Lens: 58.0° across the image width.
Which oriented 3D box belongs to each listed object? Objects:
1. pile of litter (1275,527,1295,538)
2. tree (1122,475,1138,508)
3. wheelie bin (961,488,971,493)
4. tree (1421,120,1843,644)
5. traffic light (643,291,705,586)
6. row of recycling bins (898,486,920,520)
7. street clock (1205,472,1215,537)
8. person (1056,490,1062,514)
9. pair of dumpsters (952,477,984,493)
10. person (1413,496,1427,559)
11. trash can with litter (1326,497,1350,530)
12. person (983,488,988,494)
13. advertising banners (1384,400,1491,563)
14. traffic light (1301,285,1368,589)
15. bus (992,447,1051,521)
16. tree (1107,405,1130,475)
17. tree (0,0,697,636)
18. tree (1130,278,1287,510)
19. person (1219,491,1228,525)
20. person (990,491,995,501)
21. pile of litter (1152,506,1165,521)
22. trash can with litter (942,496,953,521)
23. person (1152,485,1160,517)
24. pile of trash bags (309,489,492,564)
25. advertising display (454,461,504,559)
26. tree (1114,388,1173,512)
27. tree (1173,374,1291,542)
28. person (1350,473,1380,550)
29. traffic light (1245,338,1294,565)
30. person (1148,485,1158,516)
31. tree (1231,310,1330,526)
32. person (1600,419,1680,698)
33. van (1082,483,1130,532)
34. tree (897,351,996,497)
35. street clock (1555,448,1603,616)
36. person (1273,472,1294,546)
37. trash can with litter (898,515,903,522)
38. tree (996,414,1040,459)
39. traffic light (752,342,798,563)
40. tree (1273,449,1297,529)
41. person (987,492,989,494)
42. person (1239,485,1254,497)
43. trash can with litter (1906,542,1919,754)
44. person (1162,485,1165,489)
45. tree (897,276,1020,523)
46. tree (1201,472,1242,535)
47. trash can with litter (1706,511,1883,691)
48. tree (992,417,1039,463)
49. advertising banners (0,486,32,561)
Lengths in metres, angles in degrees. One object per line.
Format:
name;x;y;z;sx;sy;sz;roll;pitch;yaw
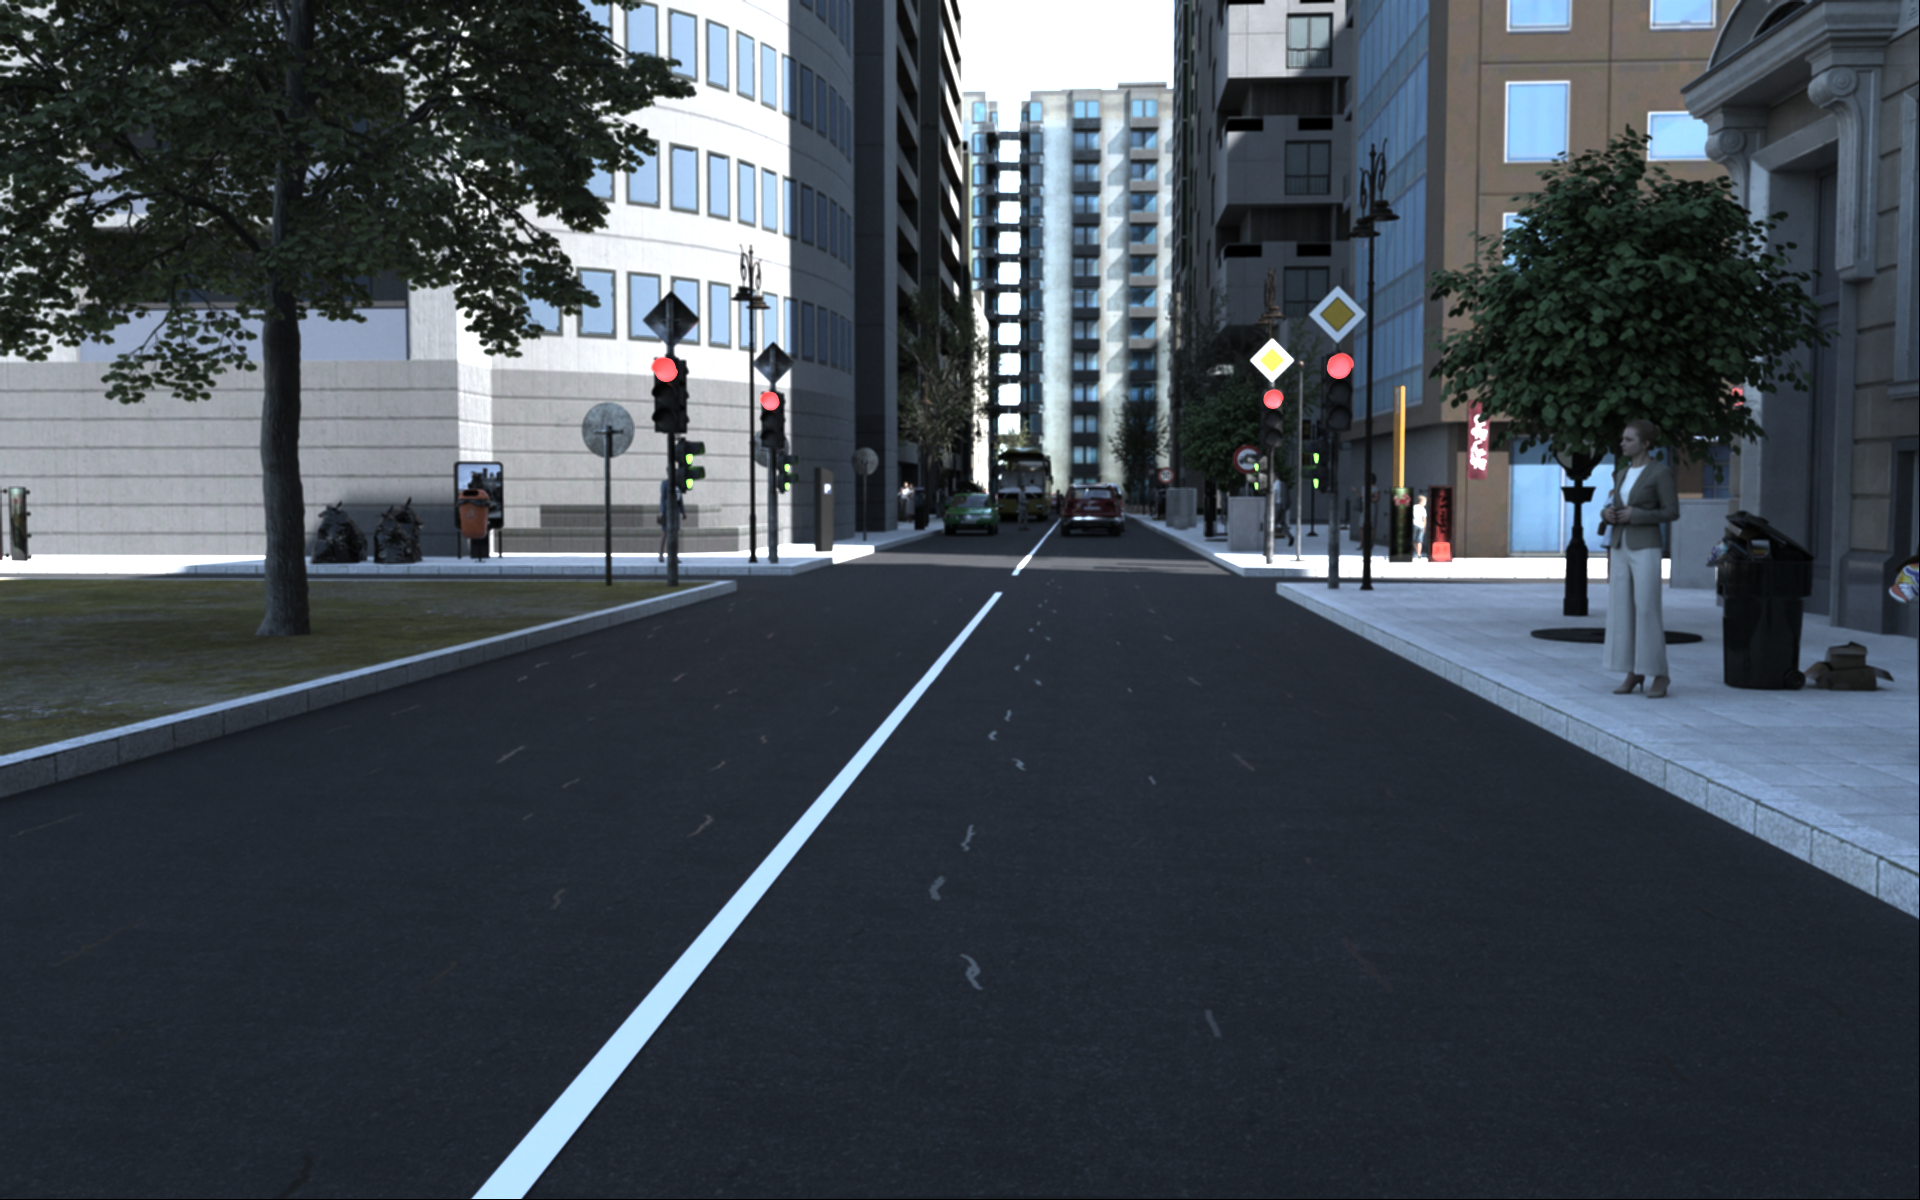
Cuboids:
pile of litter;8.949;-2.221;50.274;1.719;0.858;1.176;0;4;-7
tree;15.702;-10.046;158.853;1.663;3.219;1.824;0;3;0
wheelie bin;0.227;-4.815;86.641;0.693;1.594;0.980;0;4;-5
tree;5.888;-1.930;15.268;4.285;4.588;4.351;0;3;0
traffic light;-3.987;-2.147;24.024;0.839;4.253;0.868;0;4;4
row of recycling bins;-2.455;-4.851;86.427;1.069;1.692;3.534;1;4;8
street clock;7.411;-2.862;51.359;0.358;2.002;0.471;1;4;22
person;7.012;-6.912;122.218;0.721;1.736;1.217;1;4;18
pair of dumpsters;0.412;-5.612;94.248;1.574;2.255;4.437;0;4;4
person;9.084;-1.450;34.431;0.352;1.250;0.332;-2;4;-30
trash can with litter;14.319;-3.095;61.662;2.233;1.210;1.678;2;4;35
person;2.214;-8.882;151.194;0.705;1.831;1.348;-3;4;-39
advertising banners;8.926;-2.204;32.216;2.074;3.025;0.090;0;4;-6
traffic light;5.054;-2.109;23.410;0.839;4.253;0.868;0;4;4
bus;3.568;-6.318;94.850;2.896;3.916;12.252;0;4;5
tree;14.013;-11.644;140.741;4.360;8.622;3.978;0;3;0
tree;-5.850;-5.971;15.759;7.486;12.596;7.792;0;3;0
tree;8.740;-6.643;58.974;4.360;8.622;3.978;0;3;0
person;11.141;-4.040;72.379;0.573;1.790;0.520;1;4;18
person;3.339;-10.904;187.326;0.990;1.755;0.434;1;4;16
pile of litter;9.952;-4.322;84.626;1.176;0.858;1.719;1;4;9
trash can with litter;-0.509;-4.212;80.259;0.624;1.170;1.055;0;4;-3
person;10.574;-5.300;93.274;0.524;1.755;0.480;1;4;15
pile of trash bags;-10.464;-1.391;32.490;3.447;1.369;1.912;0;4;5
advertising display;-9.584;-1.792;34.520;0.974;1.923;0.123;-3;4;-37
tree;12.627;-10.452;121.249;4.737;8.622;4.395;0;3;0
tree;7.526;-3.894;47.379;4.285;4.588;4.351;0;3;0
person;9.242;-2.035;39.668;0.532;1.782;0.716;-3;4;-37
traffic light;5.611;-2.597;31.375;0.839;4.253;0.868;0;4;4
person;11.263;-5.781;100.749;0.592;1.802;0.473;-1;4;-10
tree;12.803;-7.241;68.747;4.737;8.622;4.395;0;3;0
person;4.308;-0.275;11.086;0.362;1.759;0.519;-1;4;-22
van;5.588;-3.691;67.362;2.013;2.044;4.112;0;4;5
tree;-0.871;-8.111;82.977;4.360;8.622;3.978;0;3;0
street clock;6.504;-0.836;18.237;0.471;2.002;0.358;3;5;44
person;7.868;-2.230;42.599;0.850;1.850;0.679;3;5;45
trash can with litter;-3.008;-4.247;80.831;1.055;1.170;0.624;2;4;29
tree;4.990;-12.605;156.453;4.360;8.622;3.978;0;3;0
traffic light;-3.429;-2.634;31.989;0.839;4.253;0.868;0;4;4
tree;11.617;-4.249;64.071;1.663;3.219;1.824;0;3;0
person;2.288;-8.991;153.985;0.756;1.711;0.436;1;4;16
person;10.969;-3.663;66.035;0.694;1.812;0.767;2;4;27
trash can with litter;4.781;0.194;8.217;0.624;1.170;1.055;2;4;31
person;12.905;-6.358;109.621;0.705;1.869;1.348;-3;4;-38
tree;-1.540;-8.611;75.208;8.767;10.594;7.601;0;4;6
tree;8.219;-3.642;54.147;1.663;3.219;1.824;0;3;0
trash can with litter;5.571;-0.007;11.510;1.055;1.170;0.624;0;4;7
tree;5.202;-13.009;163.052;4.737;8.622;4.395;0;3;0
advertising banners;-18.608;-2.270;33.310;2.074;3.025;0.090;2;4;27
